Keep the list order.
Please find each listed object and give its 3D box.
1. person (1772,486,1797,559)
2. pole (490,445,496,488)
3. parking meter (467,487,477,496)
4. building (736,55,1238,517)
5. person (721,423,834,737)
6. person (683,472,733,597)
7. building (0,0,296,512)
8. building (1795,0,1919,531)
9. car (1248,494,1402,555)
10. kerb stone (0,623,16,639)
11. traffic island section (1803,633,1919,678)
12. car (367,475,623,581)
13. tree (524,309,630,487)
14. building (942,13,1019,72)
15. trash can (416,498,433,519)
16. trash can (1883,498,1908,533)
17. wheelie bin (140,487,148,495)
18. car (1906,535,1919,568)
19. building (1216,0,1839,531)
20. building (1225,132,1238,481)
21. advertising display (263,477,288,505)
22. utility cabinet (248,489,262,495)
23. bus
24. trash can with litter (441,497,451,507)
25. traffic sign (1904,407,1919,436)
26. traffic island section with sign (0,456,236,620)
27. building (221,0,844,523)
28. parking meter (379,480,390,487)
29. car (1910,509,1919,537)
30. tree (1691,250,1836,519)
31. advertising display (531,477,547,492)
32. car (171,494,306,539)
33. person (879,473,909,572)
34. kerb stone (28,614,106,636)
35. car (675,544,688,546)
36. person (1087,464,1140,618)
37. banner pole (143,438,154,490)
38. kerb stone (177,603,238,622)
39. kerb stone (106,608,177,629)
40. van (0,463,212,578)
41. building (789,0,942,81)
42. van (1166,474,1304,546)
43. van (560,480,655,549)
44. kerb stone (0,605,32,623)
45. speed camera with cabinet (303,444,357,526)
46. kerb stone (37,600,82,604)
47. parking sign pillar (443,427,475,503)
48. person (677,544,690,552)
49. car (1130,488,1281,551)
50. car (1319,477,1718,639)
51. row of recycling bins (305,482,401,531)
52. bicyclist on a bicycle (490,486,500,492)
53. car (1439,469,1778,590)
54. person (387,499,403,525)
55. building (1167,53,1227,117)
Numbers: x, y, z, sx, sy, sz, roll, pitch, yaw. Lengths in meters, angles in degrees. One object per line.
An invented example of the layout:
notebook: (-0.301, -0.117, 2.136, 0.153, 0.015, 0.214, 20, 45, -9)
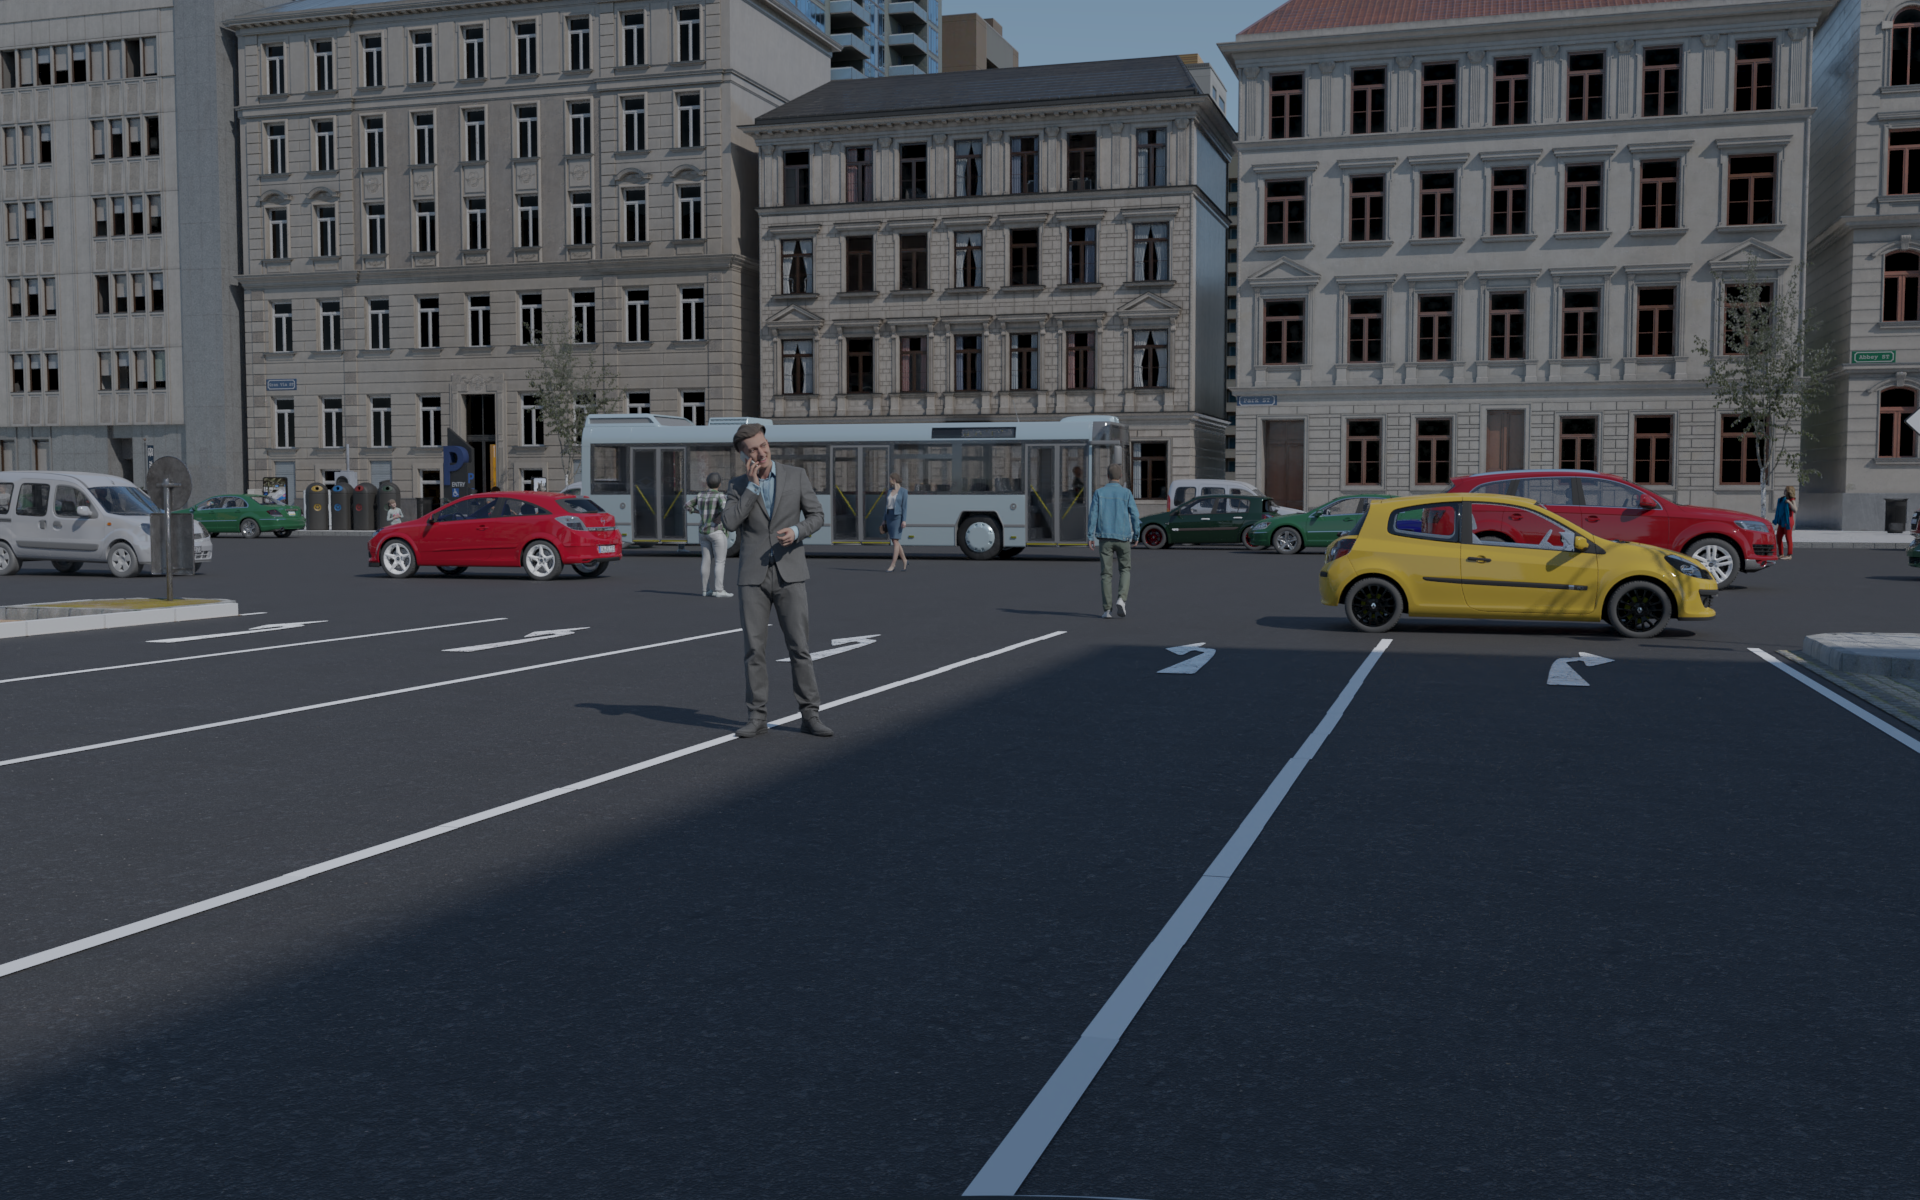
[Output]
person: (18.050, -1.695, 37.923, 0.444, 1.614, 0.593, 1, 4, 18)
pole: (-19.229, -4.742, 71.382, 0.158, 3.312, 0.155, 0, 3, 0)
parking meter: (-18.473, -3.498, 65.601, 0.372, 1.533, 0.369, 0, 3, 0)
building: (1.648, -12.754, 73.163, 19.286, 19.102, 10.561, 1, 4, 17)
person: (-1.078, -0.117, 10.213, 0.655, 1.846, 0.447, 0, 4, -6)
person: (-3.464, -0.917, 24.209, 0.841, 1.734, 0.376, 3, 5, 42)
building: (-41.057, -16.432, 86.692, 19.932, 24.808, 12.078, 1, 4, 17)
building: (43.125, -16.799, 62.048, 23.554, 28.519, 14.401, 1, 4, 17)
car: (9.374, -1.811, 41.406, 4.920, 1.459, 2.131, 1, 4, 17)
kerb stone: (-9.590, 0.322, 16.934, 0.120, 0.150, 1.000, 1, 4, 17)
traffic island section: (8.291, 0.477, 14.476, 2.009, 0.180, 2.903, 1, 4, 17)
car: (-8.049, -1.269, 29.785, 4.494, 1.783, 2.155, 1, 4, 17)
tree: (-15.592, -7.267, 69.183, 4.360, 8.622, 3.978, 0, 3, 0)
building: (-3.224, -31.290, 161.699, 14.200, 45.320, 14.600, 1, 4, 17)
trash can: (-21.919, -3.623, 70.898, 0.748, 1.137, 0.748, 0, 3, 0)
trash can: (30.595, -2.751, 56.638, 0.748, 1.137, 0.748, 0, 3, 0)
wheelie bin: (-34.348, -3.964, 72.718, 0.693, 1.594, 0.980, -2, 4, -33)
car: (18.183, -1.003, 28.197, 4.920, 1.459, 2.131, 1, 4, 18)
building: (21.370, -14.151, 67.520, 21.152, 22.565, 11.583, 1, 4, 17)
building: (46.429, -37.216, 232.180, 21.600, 48.544, 21.300, 1, 4, 17)
advertising display: (-25.697, -3.659, 65.038, 0.974, 1.923, 0.123, 1, 4, 11)
utility cabinet: (-30.220, -4.008, 74.217, 0.318, 1.500, 1.173, -1, 4, -8)
bus: (-1.949, -2.702, 39.037, 13.247, 3.499, 2.948, 1, 4, 16)
trash can with litter: (-35.453, -6.682, 120.635, 0.624, 1.170, 1.055, 2, 4, 35)
traffic sign: (8.266, -0.658, 14.406, 0.795, 2.450, 0.064, 1, 4, 17)
traffic island section with sign: (-9.659, -0.739, 20.216, 2.006, 1.907, 1.989, 1, 4, 17)
building: (-19.323, -17.306, 80.216, 25.104, 27.353, 12.463, 1, 4, 17)
parking meter: (-23.089, -3.902, 69.508, 0.255, 1.863, 0.399, 3, 5, 44)
car: (26.649, -2.104, 43.072, 5.304, 1.827, 2.281, 1, 4, 18)
tree: (24.028, -6.194, 51.636, 4.360, 8.622, 3.978, 0, 3, 0)
advertising display: (-16.029, -3.715, 65.960, 0.123, 1.923, 0.974, 1, 4, 16)
car: (-23.953, -2.761, 56.946, 4.920, 1.459, 2.131, 1, 4, 16)
person: (-1.139, -1.427, 31.856, 0.654, 1.822, 0.581, -3, 4, -36)
kerb stone: (-9.291, 0.262, 17.917, 0.120, 0.150, 1.000, 1, 4, 17)
car: (-8.763, -2.457, 48.967, 4.718, 1.807, 1.959, 1, 4, 17)
person: (1.770, -0.679, 19.954, 0.601, 1.785, 0.444, 0, 4, 5)
banner pole: (-36.398, -5.366, 77.744, 0.401, 3.779, 0.863, 1, 4, 9)
kerb stone: (-8.686, 0.141, 19.886, 0.120, 0.150, 1.000, 1, 4, 17)
kerb stone: (-8.989, 0.202, 18.900, 0.120, 0.150, 1.000, 1, 4, 17)
van: (-15.315, -1.448, 30.693, 4.112, 2.044, 2.013, 1, 4, 18)
building: (-13.952, -50.425, 137.118, 22.319, 86.520, 31.000, 1, 4, 17)
van: (7.798, -2.519, 48.200, 4.112, 2.044, 2.013, 1, 4, 18)
van: (-9.922, -2.396, 46.187, 4.112, 2.044, 2.013, 1, 4, 17)
kerb stone: (-10.972, 0.162, 19.575, 0.120, 0.150, 1.000, 1, 4, 17)
speed camera with cabinet: (-24.968, -4.545, 68.653, 2.038, 3.252, 0.660, 1, 4, 11)
kerb stone: (-10.674, 0.100, 20.558, 0.120, 0.150, 1.000, 1, 4, 17)
parking sign pillar: (-20.170, -4.968, 69.703, 1.447, 3.967, 1.447, 2, 4, 27)
person: (-6.849, -1.938, 42.777, 0.503, 1.515, 0.523, 0, 4, 4)
car: (6.408, -2.156, 45.029, 4.222, 1.686, 2.009, 1, 4, 18)
car: (5.819, -0.490, 18.241, 3.980, 1.641, 2.015, 1, 4, 15)
row of recycling bins: (-21.360, -3.294, 60.973, 3.534, 1.692, 1.069, 1, 4, 9)
bicyclist on a bicycle: (-10.553, -1.807, 39.563, 1.625, 1.676, 1.499, 1, 4, 15)
car: (9.869, -1.125, 27.059, 5.304, 1.827, 2.281, 1, 4, 18)
person: (-14.071, -1.864, 43.252, 0.394, 1.301, 0.425, 2, 4, 33)
building: (21.889, -42.588, 238.319, 28.212, 58.520, 21.231, 1, 4, 17)
